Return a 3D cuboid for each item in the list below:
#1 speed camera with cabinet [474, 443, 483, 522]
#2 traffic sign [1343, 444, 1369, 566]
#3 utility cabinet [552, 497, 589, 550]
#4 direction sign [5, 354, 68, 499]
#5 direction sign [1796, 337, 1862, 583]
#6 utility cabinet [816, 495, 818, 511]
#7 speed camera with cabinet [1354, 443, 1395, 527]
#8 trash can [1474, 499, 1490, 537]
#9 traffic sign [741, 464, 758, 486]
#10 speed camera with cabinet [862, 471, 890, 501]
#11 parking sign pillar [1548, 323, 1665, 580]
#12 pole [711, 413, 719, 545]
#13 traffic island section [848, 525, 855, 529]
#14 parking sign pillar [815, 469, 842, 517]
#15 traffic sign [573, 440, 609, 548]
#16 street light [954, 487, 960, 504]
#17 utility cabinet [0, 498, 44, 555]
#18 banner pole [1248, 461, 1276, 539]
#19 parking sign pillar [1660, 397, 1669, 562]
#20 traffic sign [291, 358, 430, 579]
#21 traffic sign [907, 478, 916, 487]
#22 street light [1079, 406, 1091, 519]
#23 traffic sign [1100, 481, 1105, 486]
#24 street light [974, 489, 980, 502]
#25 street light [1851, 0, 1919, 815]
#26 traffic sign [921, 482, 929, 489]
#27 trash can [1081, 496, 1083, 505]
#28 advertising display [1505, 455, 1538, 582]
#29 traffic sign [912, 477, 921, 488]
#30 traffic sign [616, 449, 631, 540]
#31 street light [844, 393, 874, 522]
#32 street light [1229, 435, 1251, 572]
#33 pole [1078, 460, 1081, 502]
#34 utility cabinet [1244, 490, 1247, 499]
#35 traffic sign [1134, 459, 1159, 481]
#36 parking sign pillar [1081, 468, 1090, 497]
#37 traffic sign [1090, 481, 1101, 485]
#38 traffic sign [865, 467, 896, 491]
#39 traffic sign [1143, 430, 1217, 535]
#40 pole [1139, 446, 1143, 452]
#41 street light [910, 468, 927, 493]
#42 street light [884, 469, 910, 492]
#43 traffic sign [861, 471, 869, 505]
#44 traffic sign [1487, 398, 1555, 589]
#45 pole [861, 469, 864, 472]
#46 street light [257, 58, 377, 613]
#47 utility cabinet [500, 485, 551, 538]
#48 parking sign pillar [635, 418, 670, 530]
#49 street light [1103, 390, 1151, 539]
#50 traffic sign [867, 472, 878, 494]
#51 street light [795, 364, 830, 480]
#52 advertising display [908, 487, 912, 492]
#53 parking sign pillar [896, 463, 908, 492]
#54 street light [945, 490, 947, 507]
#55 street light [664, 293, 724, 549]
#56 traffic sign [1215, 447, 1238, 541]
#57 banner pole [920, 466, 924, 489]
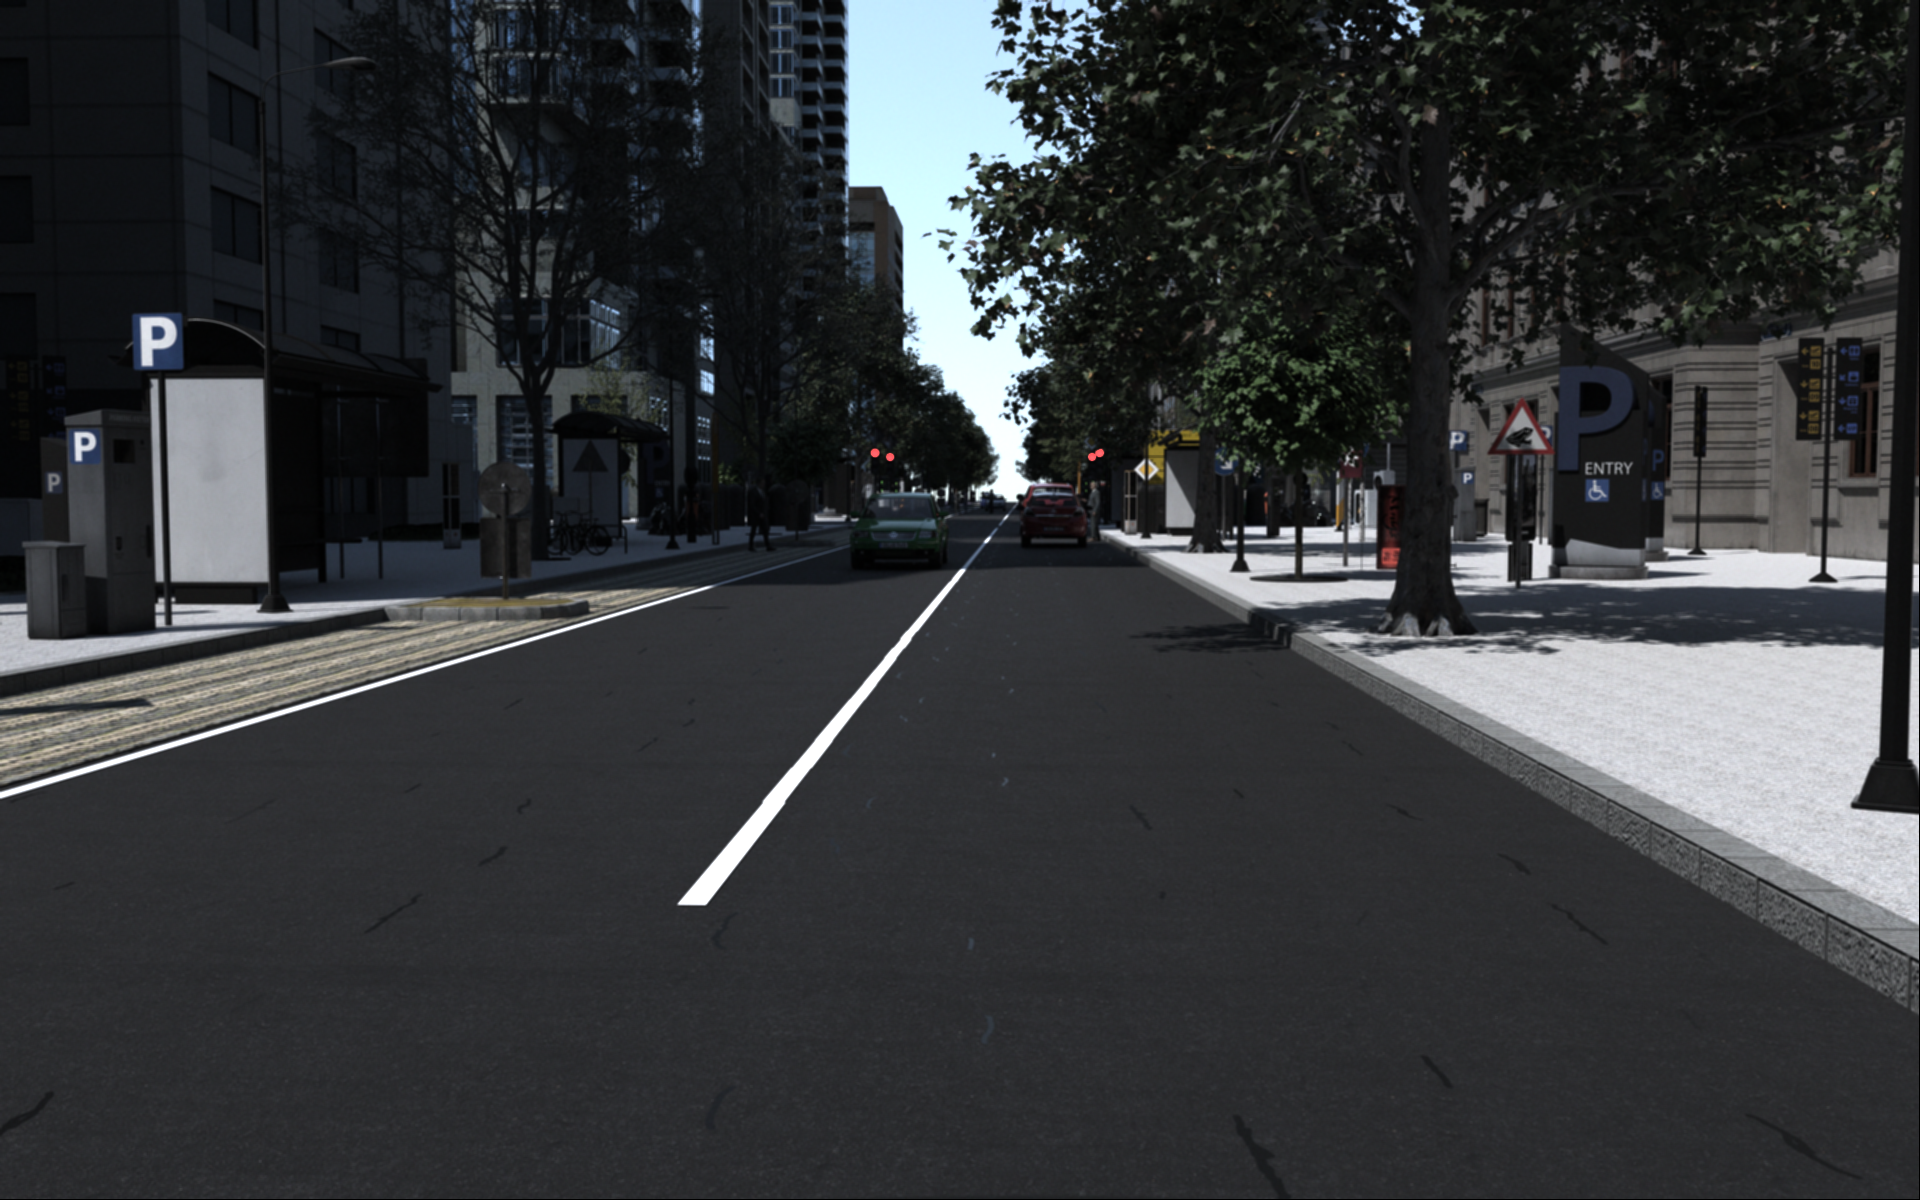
[{"bbox_3d":[-19.105,-4.503,67.958,0.660,3.252,2.038,-1,4,-12],"label":"speed camera with cabinet"},{"bbox_3d":[6.839,-1.868,30.654,0.768,2.556,0.104,0,4,7],"label":"traffic sign"},{"bbox_3d":[-8.965,-1.758,39.909,1.020,1.237,0.306,3,5,41],"label":"utility cabinet"},{"bbox_3d":[-15.032,-2.219,28.276,0.876,3.537,0.379,-3,4,-36],"label":"direction sign"},{"bbox_3d":[12.595,-2.029,25.165,0.876,3.537,0.379,0,4,4],"label":"direction sign"},{"bbox_3d":[-10.612,-7.101,127.261,0.306,1.237,1.020,0,4,-2],"label":"utility cabinet"},{"bbox_3d":[16.257,-4.502,67.948,0.660,3.252,2.038,-1,4,-19],"label":"speed camera with cabinet"},{"bbox_3d":[15.460,-2.455,51.793,0.748,1.137,0.748,0,3,0],"label":"trash can"},{"bbox_3d":[-8.836,-4.446,72.802,0.768,2.556,0.104,1,4,9],"label":"traffic sign"},{"bbox_3d":[-5.101,-6.886,106.914,2.038,3.252,0.660,-2,4,-34],"label":"speed camera with cabinet"},{"bbox_3d":[9.754,-2.318,26.373,1.447,3.967,1.447,2,4,32],"label":"parking sign pillar"},{"bbox_3d":[-6.190,-3.054,43.781,0.158,3.312,0.155,0,3,0],"label":"pole"},{"bbox_3d":[-3.515,-3.039,71.962,2.009,0.180,2.903,0,4,2],"label":"traffic island section"},{"bbox_3d":[-7.311,-6.631,96.895,1.447,3.967,1.447,-1,4,-16],"label":"parking sign pillar"},{"bbox_3d":[-8.854,-2.538,41.506,0.884,2.594,0.081,0,4,5],"label":"traffic sign"},{"bbox_3d":[-0.997,-12.566,177.991,1.470,5.913,1.316,0,4,2],"label":"street light"},{"bbox_3d":[-14.372,-0.939,26.515,1.020,1.237,0.306,2,4,34],"label":"utility cabinet"},{"bbox_3d":[8.728,-3.669,50.008,0.863,3.779,0.401,2,4,27],"label":"banner pole"},{"bbox_3d":[12.857,-2.736,33.205,1.447,3.967,1.447,-2,4,-28],"label":"parking sign pillar"},{"bbox_3d":[-9.073,-1.975,26.162,2.265,3.308,0.079,1,4,12],"label":"traffic sign"},{"bbox_3d":[-3.689,-7.736,126.492,0.884,2.594,0.081,0,4,6],"label":"traffic sign"},{"bbox_3d":[5.506,-6.046,71.398,1.470,5.913,1.316,0,4,2],"label":"street light"},{"bbox_3d":[8.410,-6.256,102.387,0.768,2.556,0.104,1,4,8],"label":"traffic sign"},{"bbox_3d":[2.166,-17.715,262.183,1.470,5.913,1.316,0,4,2],"label":"street light"},{"bbox_3d":[3.284,-2.105,6.952,1.470,5.913,1.316,0,4,2],"label":"street light"},{"bbox_3d":[-2.857,-8.540,141.759,0.606,2.300,0.079,1,4,8],"label":"traffic sign"},{"bbox_3d":[8.587,-6.551,118.768,0.748,1.137,0.748,0,3,0],"label":"trash can"},{"bbox_3d":[8.306,-1.249,25.638,0.123,1.923,0.974,3,4,37],"label":"advertising display"},{"bbox_3d":[-3.267,-7.905,129.349,0.768,2.556,0.104,0,4,7],"label":"traffic sign"},{"bbox_3d":[-9.504,-2.928,47.982,0.768,2.556,0.104,0,4,6],"label":"traffic sign"},{"bbox_3d":[-4.634,-6.566,79.890,1.470,5.913,1.316,0,4,2],"label":"street light"},{"bbox_3d":[4.084,-3.418,28.432,1.470,5.913,1.316,0,4,2],"label":"street light"},{"bbox_3d":[6.983,-6.582,101.458,0.158,3.312,0.155,0,3,0],"label":"pole"},{"bbox_3d":[17.465,-5.801,103.523,1.173,1.500,0.318,1,4,22],"label":"utility cabinet"},{"bbox_3d":[5.777,-3.212,53.709,0.795,2.450,0.064,0,4,3],"label":"traffic sign"},{"bbox_3d":[10.032,-8.976,135.229,1.447,3.967,1.447,-3,5,-39],"label":"parking sign pillar"},{"bbox_3d":[7.870,-6.231,101.879,0.884,2.594,0.081,0,4,5],"label":"traffic sign"},{"bbox_3d":[-5.681,-7.953,123.911,2.265,3.308,0.079,1,4,11],"label":"traffic sign"},{"bbox_3d":[6.824,-3.669,53.853,2.265,3.308,0.079,0,4,6],"label":"traffic sign"},{"bbox_3d":[7.498,-4.764,71.728,0.158,3.312,0.155,0,3,0],"label":"pole"},{"bbox_3d":[-3.034,-9.218,123.253,1.470,5.913,1.316,0,4,2],"label":"street light"},{"bbox_3d":[-3.856,-7.904,101.774,1.470,5.913,1.316,0,4,2],"label":"street light"},{"bbox_3d":[-5.340,-5.969,97.695,0.768,2.556,0.104,0,4,5],"label":"traffic sign"},{"bbox_3d":[7.577,-1.434,23.442,0.884,2.594,0.081,0,4,7],"label":"traffic sign"},{"bbox_3d":[-7.754,-8.833,138.262,0.158,3.312,0.155,0,3,0],"label":"pole"},{"bbox_3d":[-6.905,-2.818,18.619,1.470,5.913,1.316,0,4,2],"label":"street light"},{"bbox_3d":[-10.694,-2.075,42.605,1.173,1.500,0.318,-2,4,-33],"label":"utility cabinet"},{"bbox_3d":[-10.892,-4.493,61.938,1.447,3.967,1.447,3,5,42],"label":"parking sign pillar"},{"bbox_3d":[4.842,-4.732,49.913,1.470,5.913,1.316,0,4,2],"label":"street light"},{"bbox_3d":[-4.850,-5.941,97.235,0.768,2.556,0.104,0,4,5],"label":"traffic sign"},{"bbox_3d":[-5.321,-5.469,61.967,1.470,5.913,1.316,0,4,2],"label":"street light"},{"bbox_3d":[-4.308,-8.191,139.138,0.974,1.923,0.123,1,4,19],"label":"advertising display"},{"bbox_3d":[-4.661,-8.830,132.845,1.447,3.967,1.447,-1,4,-22],"label":"parking sign pillar"},{"bbox_3d":[-1.735,-11.236,156.253,1.470,5.913,1.316,0,4,2],"label":"street light"},{"bbox_3d":[-6.148,-4.132,40.100,1.470,5.913,1.316,0,4,2],"label":"street light"},{"bbox_3d":[7.173,-2.871,47.055,0.768,2.556,0.104,0,4,4],"label":"traffic sign"},{"bbox_3d":[-3.066,-9.134,139.363,0.401,3.779,0.863,-2,4,-24],"label":"banner pole"}]
